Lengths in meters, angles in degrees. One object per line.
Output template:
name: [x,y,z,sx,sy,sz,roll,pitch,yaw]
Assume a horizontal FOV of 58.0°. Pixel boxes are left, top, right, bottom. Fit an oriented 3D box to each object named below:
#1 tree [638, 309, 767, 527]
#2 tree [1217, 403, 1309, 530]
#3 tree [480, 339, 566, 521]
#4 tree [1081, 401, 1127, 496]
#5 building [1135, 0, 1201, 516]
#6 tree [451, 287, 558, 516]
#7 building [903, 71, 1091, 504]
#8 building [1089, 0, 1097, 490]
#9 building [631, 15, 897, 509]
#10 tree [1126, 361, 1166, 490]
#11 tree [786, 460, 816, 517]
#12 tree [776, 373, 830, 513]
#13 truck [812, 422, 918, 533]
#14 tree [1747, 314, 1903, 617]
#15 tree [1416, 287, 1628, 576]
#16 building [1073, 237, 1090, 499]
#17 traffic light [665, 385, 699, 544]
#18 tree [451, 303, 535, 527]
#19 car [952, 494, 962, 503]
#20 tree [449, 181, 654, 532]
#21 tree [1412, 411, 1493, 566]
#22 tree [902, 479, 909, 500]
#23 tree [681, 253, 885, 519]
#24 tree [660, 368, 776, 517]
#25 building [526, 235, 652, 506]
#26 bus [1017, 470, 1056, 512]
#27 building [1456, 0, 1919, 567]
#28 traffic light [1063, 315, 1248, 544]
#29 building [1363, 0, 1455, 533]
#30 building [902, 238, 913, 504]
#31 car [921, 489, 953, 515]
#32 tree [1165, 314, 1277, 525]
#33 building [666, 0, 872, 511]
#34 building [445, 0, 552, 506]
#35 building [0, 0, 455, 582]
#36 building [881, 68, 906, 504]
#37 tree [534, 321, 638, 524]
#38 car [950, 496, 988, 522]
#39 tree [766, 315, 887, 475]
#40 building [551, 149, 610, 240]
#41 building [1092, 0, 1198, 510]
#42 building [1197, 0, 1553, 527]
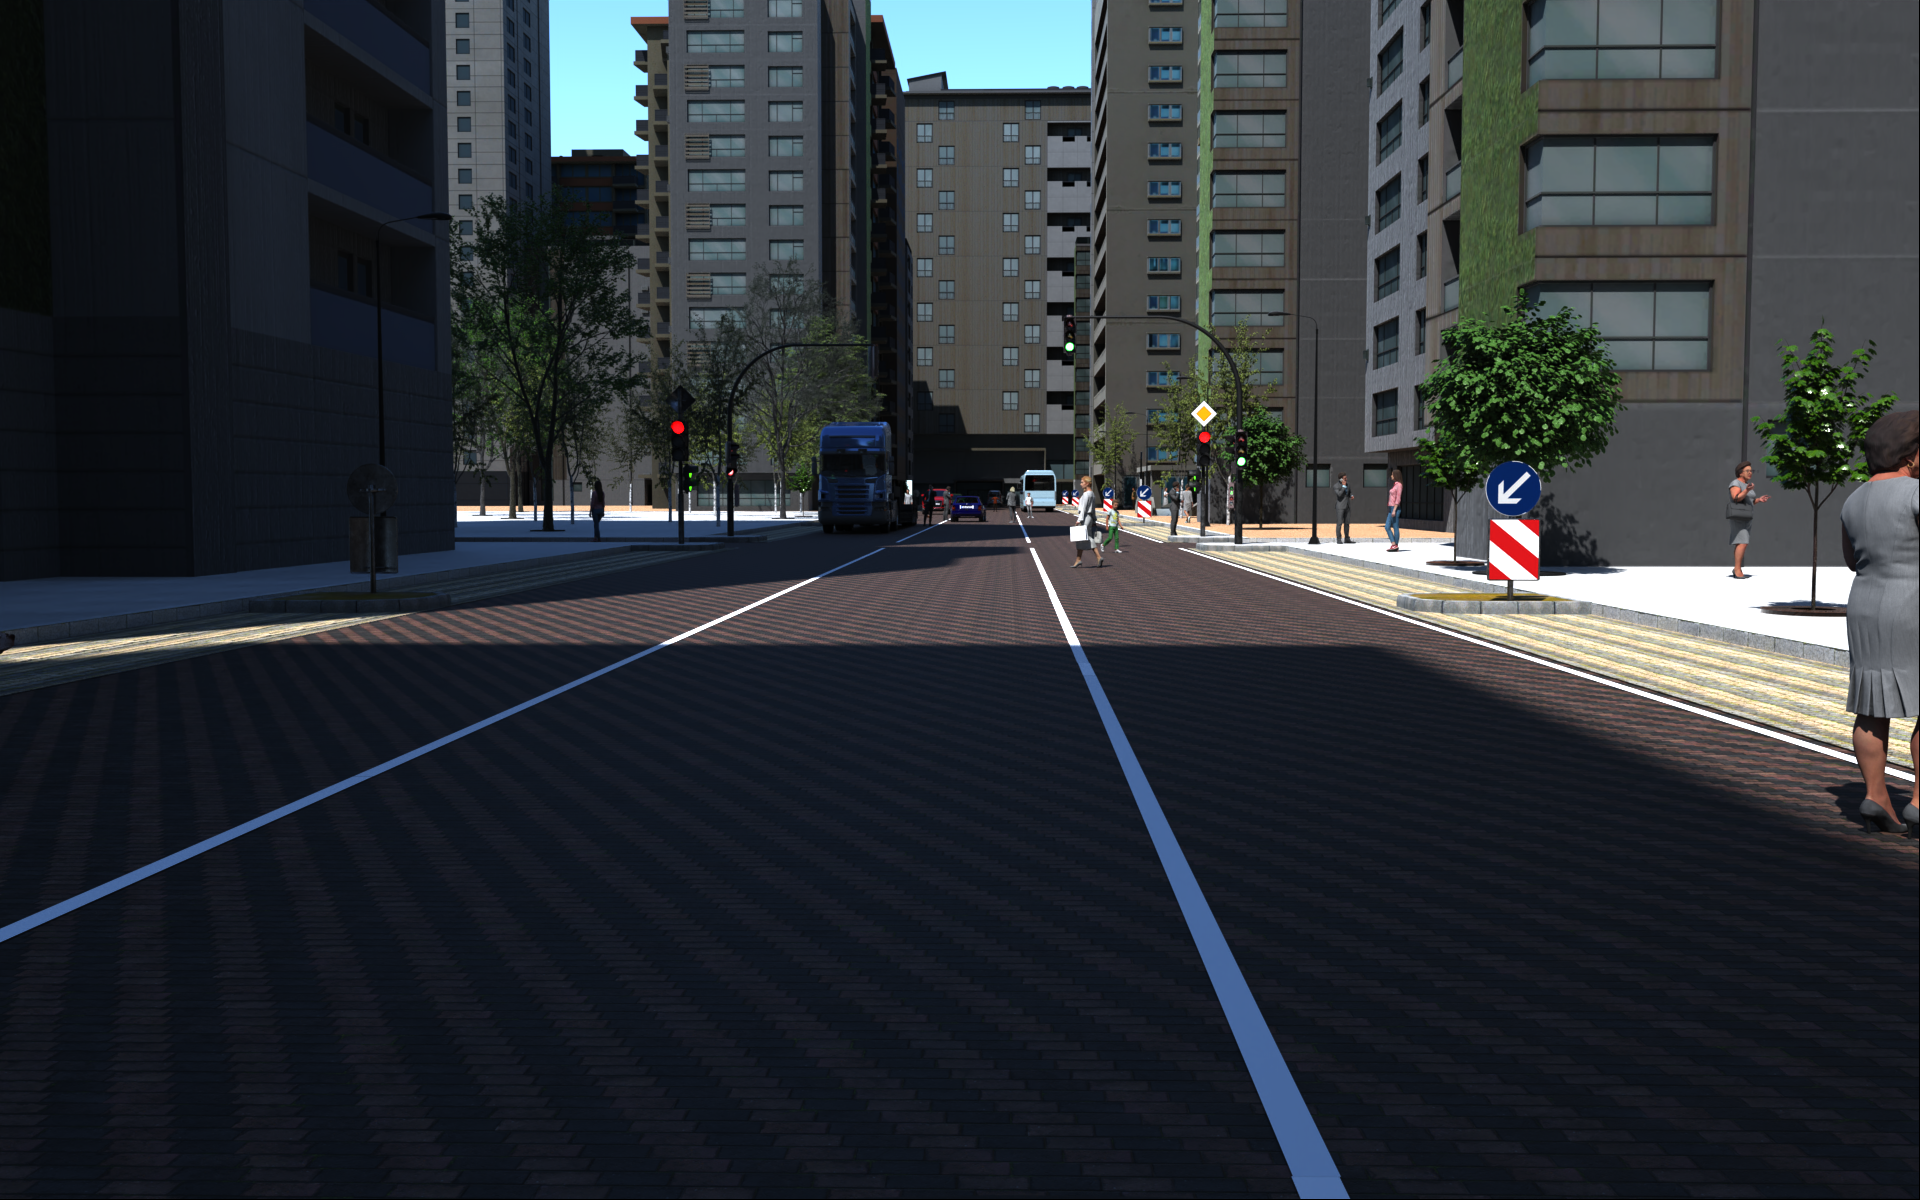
tree: [-9.787,-7.208,68.206,4.360,8.622,3.978,0,3,0]
tree: [10.819,-4.827,62.642,4.285,4.588,4.351,0,3,0]
tree: [-20.222,-8.028,81.621,4.737,8.622,4.395,0,3,0]
tree: [11.932,-11.356,136.038,4.737,8.622,4.395,0,3,0]
building: [27.595,-25.391,107.020,32.217,40.220,23.993,0,4,2]
tree: [-28.025,-11.705,101.744,12.009,13.543,11.850,0,3,0]
building: [6.574,-38.870,224.758,27.495,52.752,28.713,0,4,2]
building: [23.554,-38.606,173.201,21.231,58.520,28.212,0,4,2]
building: [-17.294,-30.759,157.533,22.147,44.769,28.867,0,4,2]
tree: [11.734,-8.625,91.379,4.737,8.622,4.395,0,3,0]
tree: [-9.006,-6.326,98.030,1.663,3.219,1.824,0,3,0]
tree: [-10.524,-9.408,104.183,4.737,8.622,4.395,0,3,0]
truck: [-3.515,-4.927,70.322,2.967,4.110,18.799,0,4,2]
tree: [9.041,-1.458,18.445,1.663,3.219,1.824,0,3,0]
tree: [8.969,-2.689,27.673,4.285,4.588,4.351,0,3,0]
building: [19.821,-25.932,195.686,14.160,30.474,14.107,0,4,2]
traffic light: [-7.167,-3.402,44.539,0.839,4.253,0.868,0,4,2]
tree: [-19.226,-7.079,66.109,4.360,8.622,3.978,0,3,0]
car: [-0.496,-8.821,153.018,1.959,1.807,4.718,0,4,1]
tree: [-14.234,-8.152,59.044,9.928,11.665,9.643,0,3,0]
tree: [8.920,-2.248,31.352,1.663,3.219,1.824,0,3,0]
tree: [-6.019,-11.886,188.932,1.663,3.219,1.824,0,3,0]
tree: [-9.112,-10.911,88.757,12.009,13.543,11.850,0,3,0]
tree: [-13.761,-9.069,98.645,4.737,8.622,4.395,0,3,0]
building: [-40.657,-26.050,197.626,14.107,30.474,14.160,0,4,2]
bus: [6.263,-8.937,140.983,2.948,3.499,13.247,0,4,1]
building: [17.268,-21.555,36.012,14.154,41.232,14.086,0,4,2]
traffic light: [4.996,-4.246,44.083,4.771,5.953,1.251,0,4,2]
building: [22.312,-17.583,59.191,14.107,30.474,14.160,0,4,2]
building: [-12.425,-26.007,196.914,14.107,30.474,14.160,0,4,2]
car: [-1.581,-6.992,123.000,2.281,1.827,5.304,0,4,2]
tree: [11.112,-7.415,71.598,4.737,8.622,4.395,0,3,0]
building: [-14.416,-27.599,134.843,14.154,41.232,14.086,0,4,2]
building: [-58.085,-46.229,194.092,20.611,71.187,20.563,0,4,2]
building: [-25.716,-30.085,33.894,28.212,58.520,21.231,0,4,2]
building: [-12.983,-32.379,179.501,14.600,45.320,14.200,0,4,2]
tree: [-16.548,-7.512,73.191,4.360,8.622,3.978,0,3,0]
car: [0.451,-4.738,90.052,1.945,1.354,3.894,0,4,3]
tree: [-8.561,-11.766,110.503,7.486,12.596,7.792,0,3,0]
building: [-46.403,-34.756,222.885,28.867,44.769,22.147,0,4,2]
building: [22.624,-32.079,148.193,21.300,48.544,21.600,0,4,2]
building: [18.003,-24.260,80.252,14.154,41.232,14.086,0,4,2]
